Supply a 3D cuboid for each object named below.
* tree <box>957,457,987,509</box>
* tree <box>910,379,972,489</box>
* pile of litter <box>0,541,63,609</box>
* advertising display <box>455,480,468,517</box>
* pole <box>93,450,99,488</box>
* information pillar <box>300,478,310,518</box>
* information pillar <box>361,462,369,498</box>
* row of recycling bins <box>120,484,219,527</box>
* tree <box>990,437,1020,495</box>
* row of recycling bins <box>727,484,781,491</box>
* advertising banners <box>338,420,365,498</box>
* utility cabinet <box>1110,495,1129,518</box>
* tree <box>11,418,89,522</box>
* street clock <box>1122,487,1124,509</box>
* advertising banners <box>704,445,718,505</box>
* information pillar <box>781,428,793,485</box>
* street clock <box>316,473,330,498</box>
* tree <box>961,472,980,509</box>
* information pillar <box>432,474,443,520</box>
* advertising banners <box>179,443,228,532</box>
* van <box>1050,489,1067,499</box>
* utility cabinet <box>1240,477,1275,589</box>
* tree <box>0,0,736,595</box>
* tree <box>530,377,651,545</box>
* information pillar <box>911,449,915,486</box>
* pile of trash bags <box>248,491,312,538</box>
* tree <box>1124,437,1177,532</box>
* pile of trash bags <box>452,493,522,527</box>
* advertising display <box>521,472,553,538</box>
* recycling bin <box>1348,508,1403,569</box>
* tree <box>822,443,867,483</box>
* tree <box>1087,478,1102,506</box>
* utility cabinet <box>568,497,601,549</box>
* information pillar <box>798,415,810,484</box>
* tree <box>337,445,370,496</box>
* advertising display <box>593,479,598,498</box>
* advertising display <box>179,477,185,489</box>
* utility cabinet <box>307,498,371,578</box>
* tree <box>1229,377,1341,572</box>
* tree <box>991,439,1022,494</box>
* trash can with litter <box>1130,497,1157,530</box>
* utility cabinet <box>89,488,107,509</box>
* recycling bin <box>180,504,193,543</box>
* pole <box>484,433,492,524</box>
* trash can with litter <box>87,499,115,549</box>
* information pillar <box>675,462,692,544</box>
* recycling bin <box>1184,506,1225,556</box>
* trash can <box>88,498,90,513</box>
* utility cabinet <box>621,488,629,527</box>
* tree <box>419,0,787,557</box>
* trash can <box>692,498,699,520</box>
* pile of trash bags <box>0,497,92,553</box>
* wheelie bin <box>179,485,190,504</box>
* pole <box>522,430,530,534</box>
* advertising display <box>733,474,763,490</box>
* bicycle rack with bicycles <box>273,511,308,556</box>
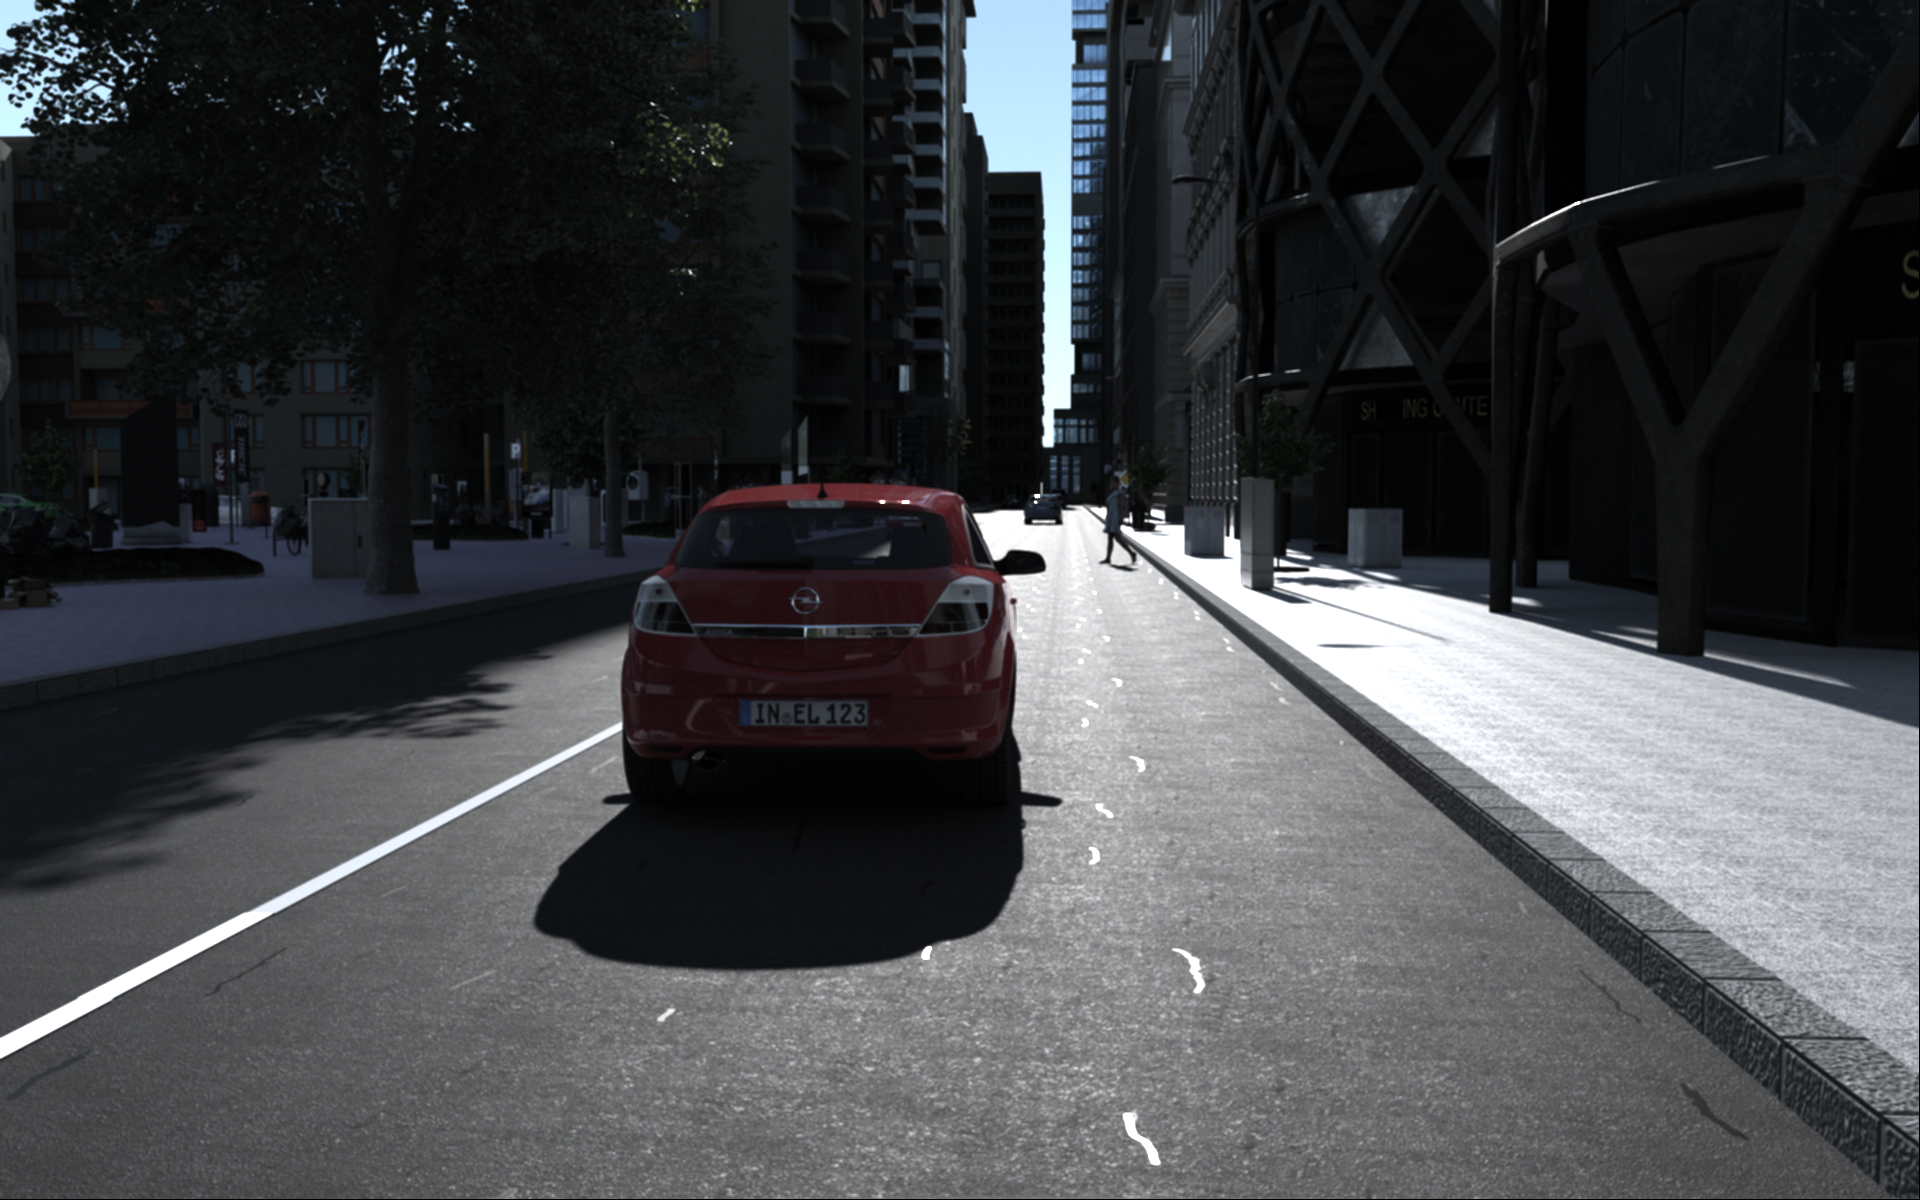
[{"bbox_3d":[0.706,-10.263,151.506,4.285,4.588,4.351,0,3,0],"label":"tree"},{"bbox_3d":[-1.358,-9.837,111.204,4.360,8.622,3.978,0,3,0],"label":"tree"},{"bbox_3d":[-10.937,-0.365,19.932,1.176,0.858,1.719,1,4,11],"label":"pile of litter"},{"bbox_3d":[-22.646,-4.492,78.657,0.123,1.923,0.974,1,4,12],"label":"advertising display"},{"bbox_3d":[-39.645,-5.240,79.515,0.158,3.312,0.155,0,3,0],"label":"pole"},{"bbox_3d":[-30.228,-4.616,79.958,0.304,2.012,0.304,-3,5,-41],"label":"information pillar"},{"bbox_3d":[-13.363,-2.125,39.234,0.304,2.012,0.304,-2,4,-28],"label":"information pillar"},{"bbox_3d":[-30.899,-3.708,67.736,3.534,1.692,1.069,-1,4,-19],"label":"row of recycling bins"},{"bbox_3d":[5.674,-16.513,220.346,4.737,8.622,4.395,0,3,0],"label":"tree"},{"bbox_3d":[-7.516,-3.695,67.529,3.534,1.692,1.069,-3,5,-45],"label":"row of recycling bins"},{"bbox_3d":[-14.115,-2.697,40.285,0.090,3.025,2.074,0,4,-2],"label":"advertising banners"},{"bbox_3d":[8.631,-5.034,93.475,1.020,1.237,0.306,-1,4,-16],"label":"utility cabinet"},{"bbox_3d":[-23.266,-3.028,44.113,1.663,3.219,1.824,0,3,0],"label":"tree"},{"bbox_3d":[7.452,-4.604,79.845,0.358,2.002,0.471,-1,4,-15],"label":"street clock"},{"bbox_3d":[-8.930,-4.034,62.138,0.090,3.025,2.074,-1,4,-21],"label":"advertising banners"},{"bbox_3d":[-6.134,-4.294,61.568,0.504,3.616,0.183,2,4,33],"label":"information pillar"},{"bbox_3d":[-21.545,-3.308,58.649,0.471,2.002,0.358,2,4,32],"label":"street clock"},{"bbox_3d":[1.000,-9.413,148.496,1.663,3.219,1.824,0,3,0],"label":"tree"},{"bbox_3d":[-19.520,-3.686,64.752,0.304,2.012,0.304,2,4,30],"label":"information pillar"},{"bbox_3d":[-25.952,-3.836,58.901,2.074,3.025,0.090,-2,4,-23],"label":"advertising banners"},{"bbox_3d":[12.370,-13.039,217.566,2.240,2.365,5.245,0,4,3],"label":"van"},{"bbox_3d":[4.062,-0.914,23.626,0.318,1.500,1.173,0,4,2],"label":"utility cabinet"},{"bbox_3d":[-7.303,-7.062,22.123,9.857,13.997,8.962,0,3,0],"label":"tree"},{"bbox_3d":[-9.392,-3.677,43.837,4.285,4.588,4.351,0,3,0],"label":"tree"},{"bbox_3d":[-2.459,-6.107,91.200,0.183,3.616,0.504,-1,4,-22],"label":"information pillar"},{"bbox_3d":[-19.846,-2.581,51.953,1.912,1.369,3.447,2,4,27],"label":"pile of trash bags"},{"bbox_3d":[6.251,-3.910,58.524,1.663,3.219,1.824,0,3,0],"label":"tree"},{"bbox_3d":[-18.243,-3.538,67.598,3.447,1.369,1.912,3,4,37],"label":"pile of trash bags"},{"bbox_3d":[-12.273,-2.755,50.259,0.974,1.923,0.123,1,4,17],"label":"advertising display"},{"bbox_3d":[7.213,-1.073,30.099,0.722,1.027,0.722,-1,4,-11],"label":"recycling bin"},{"bbox_3d":[-4.222,-4.293,64.789,1.663,3.219,1.824,0,3,0],"label":"tree"},{"bbox_3d":[14.867,-12.152,193.278,1.663,3.219,1.824,0,3,0],"label":"tree"},{"bbox_3d":[-8.785,-1.798,40.552,0.306,1.237,1.020,-3,5,-40],"label":"utility cabinet"},{"bbox_3d":[-4.625,-3.679,51.505,0.183,3.616,0.504,-3,5,-41],"label":"information pillar"},{"bbox_3d":[-23.452,-4.513,68.389,1.663,3.219,1.824,0,3,0],"label":"tree"},{"bbox_3d":[-13.698,-3.574,63.641,0.123,1.923,0.974,3,4,36],"label":"advertising display"},{"bbox_3d":[-28.818,-3.593,63.959,0.123,1.923,0.974,0,4,-6],"label":"advertising display"},{"bbox_3d":[-9.464,-0.947,26.646,1.020,1.237,0.306,-2,4,-32],"label":"utility cabinet"},{"bbox_3d":[5.235,-2.104,29.000,1.663,3.219,1.824,0,3,0],"label":"tree"},{"bbox_3d":[6.204,-16.914,226.903,4.360,8.622,3.978,0,3,0],"label":"tree"},{"bbox_3d":[6.630,-3.111,62.258,0.624,1.170,1.055,-3,5,-45],"label":"trash can with litter"},{"bbox_3d":[-32.524,-3.469,65.404,0.318,1.500,1.173,-1,4,-11],"label":"utility cabinet"},{"bbox_3d":[-20.641,-2.021,45.596,0.722,1.027,0.722,-1,4,-16],"label":"recycling bin"},{"bbox_3d":[-15.919,-3.946,58.365,0.158,3.312,0.155,0,3,0],"label":"pole"},{"bbox_3d":[-20.518,-1.801,40.838,1.055,1.170,0.624,-1,4,-17],"label":"trash can with litter"},{"bbox_3d":[-6.458,-2.199,40.448,0.304,2.012,0.304,-2,4,-30],"label":"information pillar"},{"bbox_3d":[5.115,-1.451,36.280,0.722,1.027,0.722,0,4,-5],"label":"recycling bin"},{"bbox_3d":[-34.884,-3.571,70.032,0.748,1.137,0.748,0,3,0],"label":"trash can"},{"bbox_3d":[-12.378,-3.319,62.943,0.318,1.500,1.173,1,4,9],"label":"utility cabinet"},{"bbox_3d":[-7.510,-7.152,35.065,7.486,12.596,7.792,0,3,0],"label":"tree"},{"bbox_3d":[-10.532,-3.425,67.656,0.748,1.137,0.748,0,3,0],"label":"trash can"},{"bbox_3d":[-16.990,-1.258,30.316,1.912,1.369,3.447,1,4,14],"label":"pile of trash bags"},{"bbox_3d":[-27.514,-3.246,60.975,0.693,1.594,0.980,-3,5,-42],"label":"wheelie bin"},{"bbox_3d":[-13.855,-3.757,55.273,0.158,3.312,0.155,0,3,0],"label":"pole"},{"bbox_3d":[-6.763,-3.065,55.324,0.974,1.923,0.123,-2,4,-24],"label":"advertising display"},{"bbox_3d":[-13.221,-1.434,36.833,2.852,0.926,2.925,0,4,-4],"label":"bicycle rack with bicycles"}]
